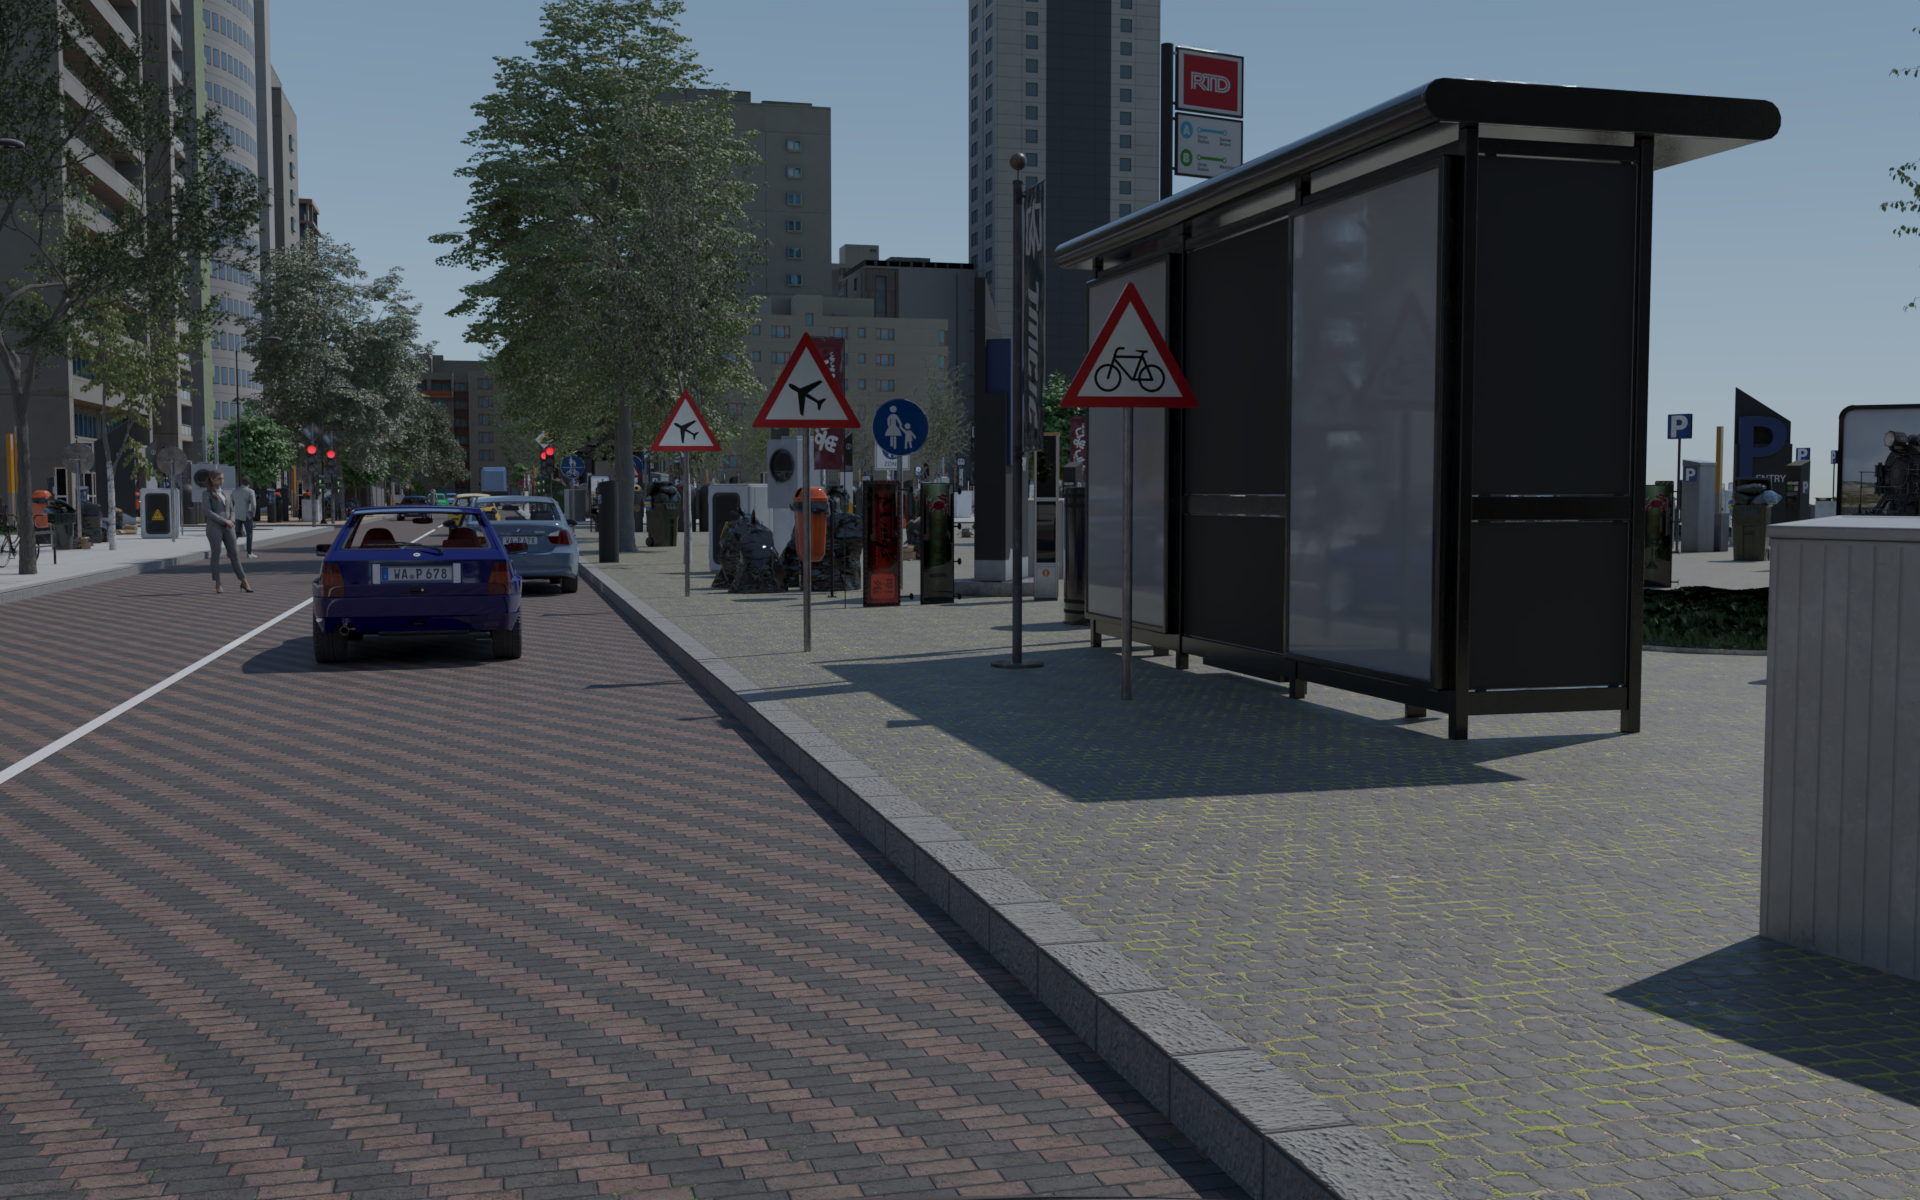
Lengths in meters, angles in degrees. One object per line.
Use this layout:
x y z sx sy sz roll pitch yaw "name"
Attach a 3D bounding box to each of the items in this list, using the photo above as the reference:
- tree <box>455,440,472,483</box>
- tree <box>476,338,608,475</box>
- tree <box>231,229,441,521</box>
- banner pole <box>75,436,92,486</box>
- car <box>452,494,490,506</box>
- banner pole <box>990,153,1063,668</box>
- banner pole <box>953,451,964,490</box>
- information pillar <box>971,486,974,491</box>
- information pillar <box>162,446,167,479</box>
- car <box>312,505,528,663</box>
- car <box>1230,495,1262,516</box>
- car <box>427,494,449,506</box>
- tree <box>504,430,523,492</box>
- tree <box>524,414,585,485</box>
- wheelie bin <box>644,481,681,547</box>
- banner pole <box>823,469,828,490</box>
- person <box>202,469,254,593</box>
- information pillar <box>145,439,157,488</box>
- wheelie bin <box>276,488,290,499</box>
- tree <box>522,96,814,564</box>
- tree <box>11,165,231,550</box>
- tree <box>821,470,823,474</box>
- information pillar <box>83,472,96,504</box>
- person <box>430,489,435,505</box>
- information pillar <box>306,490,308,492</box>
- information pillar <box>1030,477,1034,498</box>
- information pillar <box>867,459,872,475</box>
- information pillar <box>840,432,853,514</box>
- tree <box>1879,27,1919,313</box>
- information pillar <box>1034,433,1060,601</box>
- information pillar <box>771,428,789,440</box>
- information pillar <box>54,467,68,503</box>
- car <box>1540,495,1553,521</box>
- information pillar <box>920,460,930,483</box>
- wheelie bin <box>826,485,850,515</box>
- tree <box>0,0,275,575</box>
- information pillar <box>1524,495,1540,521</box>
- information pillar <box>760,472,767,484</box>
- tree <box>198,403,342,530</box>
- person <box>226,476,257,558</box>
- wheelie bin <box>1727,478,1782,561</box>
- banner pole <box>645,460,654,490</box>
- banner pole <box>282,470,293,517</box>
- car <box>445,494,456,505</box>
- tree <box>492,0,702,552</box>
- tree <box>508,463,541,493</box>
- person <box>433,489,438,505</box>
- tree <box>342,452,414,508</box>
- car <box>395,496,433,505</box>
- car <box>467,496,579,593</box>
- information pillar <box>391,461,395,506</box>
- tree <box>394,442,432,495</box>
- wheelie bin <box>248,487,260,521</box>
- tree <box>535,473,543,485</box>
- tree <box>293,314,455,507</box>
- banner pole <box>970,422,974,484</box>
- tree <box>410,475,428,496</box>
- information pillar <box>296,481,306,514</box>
-63.418 -17.761 207.399 9.611 12.733 9.660 0 3 0 "tree"
-24.757 -10.899 103.948 9.928 11.665 9.643 0 3 0 "tree"
-29.952 -10.793 83.113 9.857 13.997 8.962 0 3 0 "tree"
-37.651 -5.160 74.382 0.863 3.779 0.401 -3 5 -44 "banner pole"
-16.973 -3.069 60.406 2.015 1.641 3.980 -1 4 -17 "car"
0.485 -1.381 12.591 0.401 3.779 0.863 -1 4 -15 "banner pole"
-0.089 -6.813 101.410 0.863 3.779 0.401 0 4 -3 "banner pole"
1.139 -9.471 159.348 0.304 2.012 0.304 0 4 6 "information pillar"
-39.075 -5.737 85.159 0.183 3.616 0.504 -1 4 -12 "information pillar"
-5.016 -0.220 16.171 1.945 1.354 3.894 -1 4 -16 "car"
13.299 -4.119 79.707 4.827 1.381 2.083 -1 4 -16 "car"
-42.993 -8.162 142.250 1.959 1.807 4.718 -1 4 -13 "car"
-34.895 -11.736 142.251 4.360 8.622 3.978 0 3 0 "tree"
-28.400 -10.393 120.289 4.737 8.622 4.395 0 3 0 "tree"
-7.242 -2.106 42.341 0.693 1.594 0.980 2 4 35 "wheelie bin"
-6.975 -6.108 89.884 0.401 3.779 0.863 1 4 18 "banner pole"
-10.594 -0.994 25.034 0.573 1.790 0.520 1 4 9 "person"
-34.581 -5.062 74.117 0.183 3.616 0.504 2 4 32 "information pillar"
-36.306 -5.182 92.640 0.980 1.594 0.693 2 4 29 "wheelie bin"
-5.219 -4.966 31.557 4.360 8.622 3.978 0 3 0 "tree"
-19.147 -5.446 39.410 4.737 8.622 4.395 0 3 0 "tree"
-11.168 -11.268 134.597 4.737 8.622 4.395 0 3 0 "tree"
-29.481 -3.315 58.699 0.304 2.012 0.304 -1 4 -11 "information pillar"
-39.203 -7.336 128.538 0.767 1.812 0.694 -2 4 -28 "person"
-44.059 -6.882 117.012 0.304 2.012 0.304 -2 4 -26 "information pillar"
6.312 -9.819 151.894 0.504 3.616 0.183 -2 4 -34 "information pillar"
-6.065 -7.660 116.590 0.183 3.616 0.504 -3 4 -37 "information pillar"
-4.253 -4.506 65.027 0.504 3.616 0.183 -1 4 -18 "information pillar"
13.963 -4.408 22.431 4.360 8.622 3.978 0 3 0 "tree"
1.043 -1.003 20.893 0.304 2.012 0.304 0 4 4 "information pillar"
-4.665 -3.270 44.821 0.504 3.616 0.183 -1 4 -12 "information pillar"
-24.690 -2.636 47.592 0.304 2.012 0.304 -2 4 -32 "information pillar"
29.881 -4.554 86.465 4.499 1.417 2.014 -1 4 -17 "car"
-2.303 -7.818 119.186 0.504 3.616 0.183 2 4 31 "information pillar"
-4.137 -3.111 58.766 0.693 1.594 0.980 2 4 35 "wheelie bin"
-14.860 -5.706 27.706 8.767 10.594 7.601 0 4 2 "tree"
13.579 -2.240 41.111 0.304 2.012 0.304 2 4 34 "information pillar"
-6.488 -3.266 57.892 0.304 2.012 0.304 -2 4 -31 "information pillar"
-25.218 -4.772 61.728 4.285 4.588 4.351 0 3 0 "tree"
-16.084 -1.862 38.794 0.661 1.843 0.795 1 4 11 "person"
15.241 -1.552 33.277 0.980 1.594 0.693 2 4 33 "wheelie bin"
-20.859 -7.721 116.258 0.863 3.779 0.401 1 4 20 "banner pole"
-37.508 -6.522 96.650 0.401 3.779 0.863 2 4 24 "banner pole"
-59.051 -11.706 200.987 1.945 1.707 3.694 -1 4 -13 "car"
-7.767 -7.333 38.015 7.486 12.596 7.792 0 3 0 "tree"
-39.062 -10.569 156.510 4.285 4.588 4.351 0 3 0 "tree"
-39.680 -7.443 130.381 0.709 1.800 0.728 1 4 9 "person"
-34.023 -6.986 97.941 4.285 4.588 4.351 0 3 0 "tree"
-29.525 -4.966 93.780 1.945 1.354 3.894 -1 4 -14 "car"
-6.762 -0.866 26.158 2.014 1.417 4.499 -1 4 -17 "car"
-39.648 -7.935 121.086 0.183 3.616 0.504 -2 4 -34 "information pillar"
-51.386 -12.829 160.114 4.737 8.622 4.395 0 3 0 "tree"
-33.284 -4.486 81.247 0.980 1.594 0.693 2 4 29 "wheelie bin"
-30.815 -8.283 130.023 1.663 3.219 1.824 0 3 0 "tree"
-37.973 -11.848 110.725 9.611 12.733 9.660 0 3 0 "tree"
0.729 -2.940 38.083 0.401 3.779 0.863 3 5 44 "banner pole"
-59.501 -11.935 189.742 1.663 3.219 1.824 0 3 0 "tree"
-36.549 -5.584 95.790 0.304 2.012 0.304 3 5 42 "information pillar"
